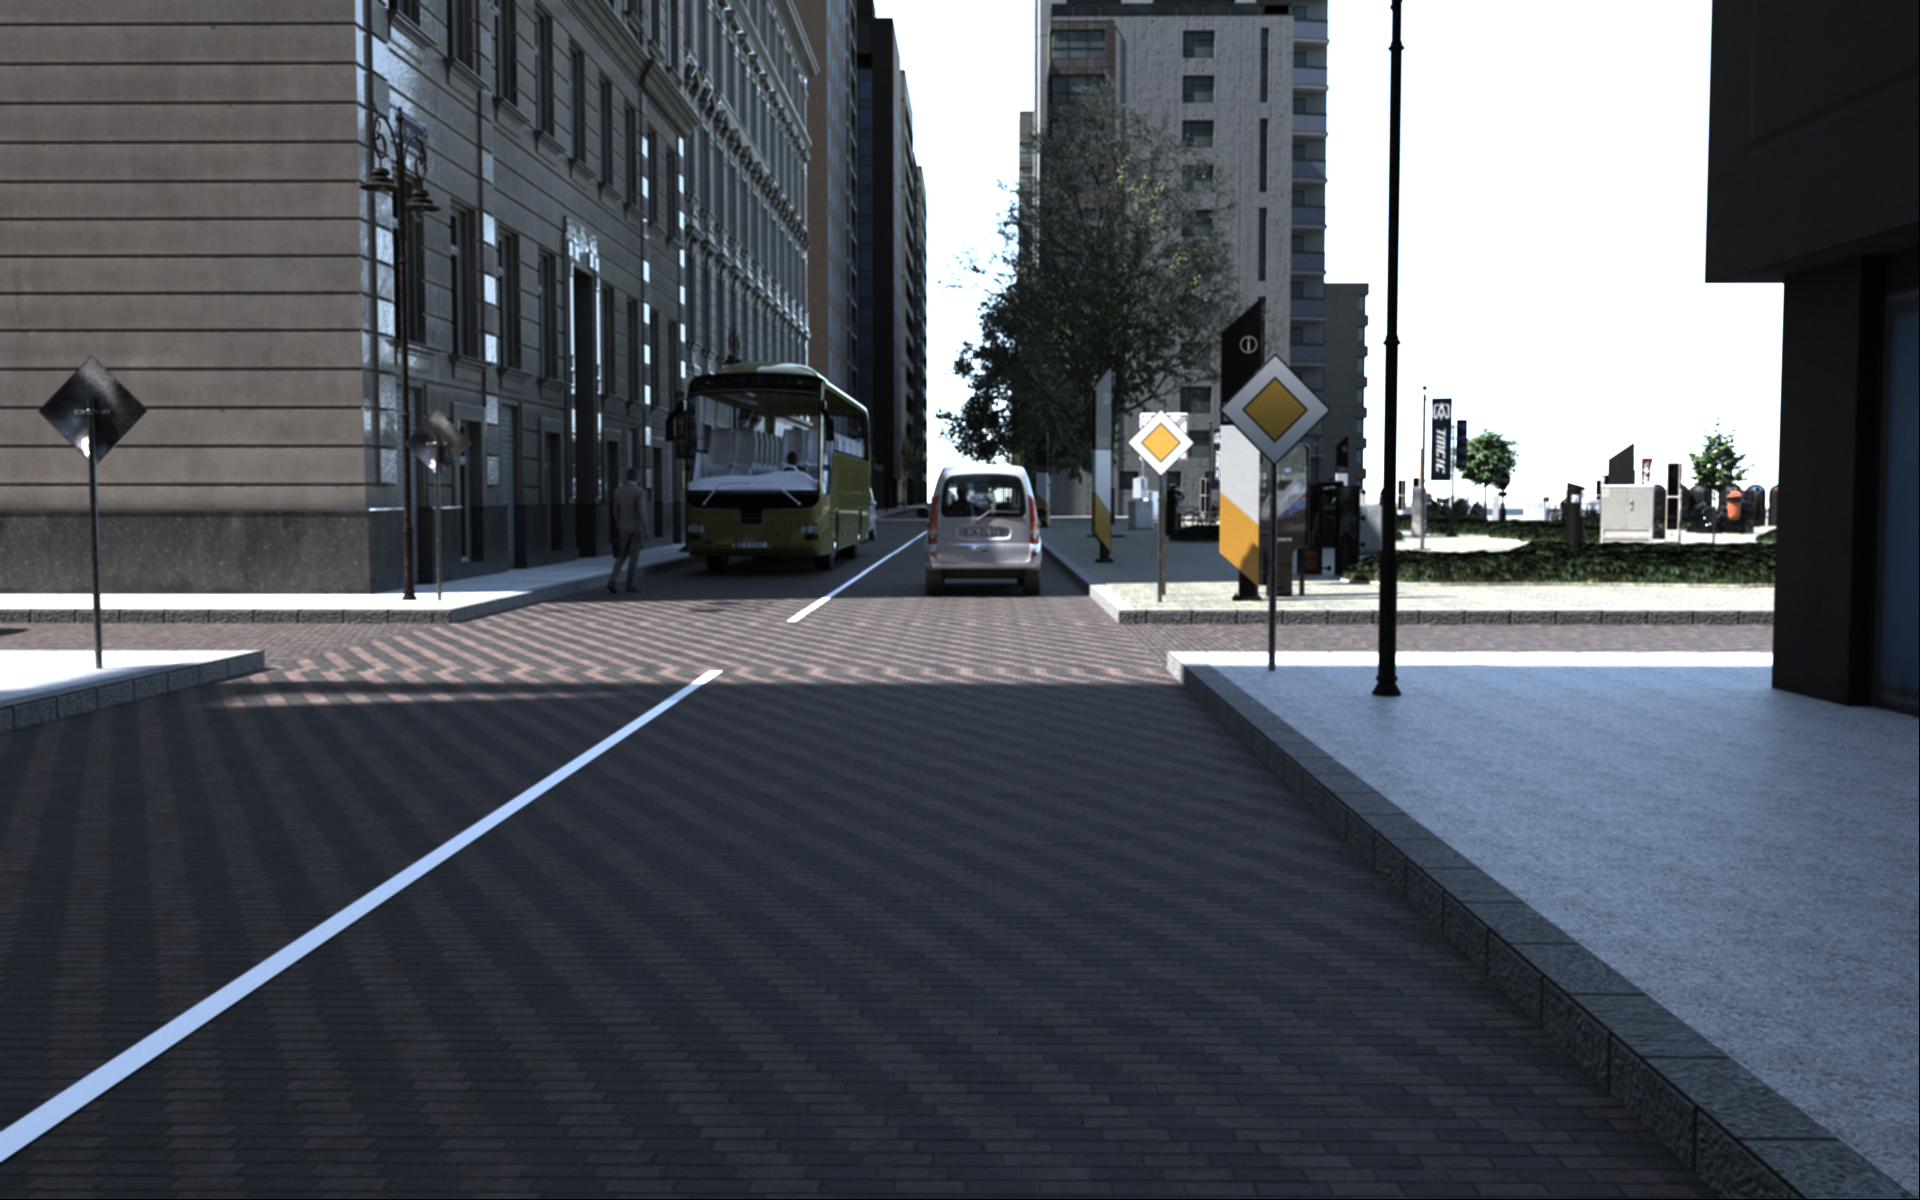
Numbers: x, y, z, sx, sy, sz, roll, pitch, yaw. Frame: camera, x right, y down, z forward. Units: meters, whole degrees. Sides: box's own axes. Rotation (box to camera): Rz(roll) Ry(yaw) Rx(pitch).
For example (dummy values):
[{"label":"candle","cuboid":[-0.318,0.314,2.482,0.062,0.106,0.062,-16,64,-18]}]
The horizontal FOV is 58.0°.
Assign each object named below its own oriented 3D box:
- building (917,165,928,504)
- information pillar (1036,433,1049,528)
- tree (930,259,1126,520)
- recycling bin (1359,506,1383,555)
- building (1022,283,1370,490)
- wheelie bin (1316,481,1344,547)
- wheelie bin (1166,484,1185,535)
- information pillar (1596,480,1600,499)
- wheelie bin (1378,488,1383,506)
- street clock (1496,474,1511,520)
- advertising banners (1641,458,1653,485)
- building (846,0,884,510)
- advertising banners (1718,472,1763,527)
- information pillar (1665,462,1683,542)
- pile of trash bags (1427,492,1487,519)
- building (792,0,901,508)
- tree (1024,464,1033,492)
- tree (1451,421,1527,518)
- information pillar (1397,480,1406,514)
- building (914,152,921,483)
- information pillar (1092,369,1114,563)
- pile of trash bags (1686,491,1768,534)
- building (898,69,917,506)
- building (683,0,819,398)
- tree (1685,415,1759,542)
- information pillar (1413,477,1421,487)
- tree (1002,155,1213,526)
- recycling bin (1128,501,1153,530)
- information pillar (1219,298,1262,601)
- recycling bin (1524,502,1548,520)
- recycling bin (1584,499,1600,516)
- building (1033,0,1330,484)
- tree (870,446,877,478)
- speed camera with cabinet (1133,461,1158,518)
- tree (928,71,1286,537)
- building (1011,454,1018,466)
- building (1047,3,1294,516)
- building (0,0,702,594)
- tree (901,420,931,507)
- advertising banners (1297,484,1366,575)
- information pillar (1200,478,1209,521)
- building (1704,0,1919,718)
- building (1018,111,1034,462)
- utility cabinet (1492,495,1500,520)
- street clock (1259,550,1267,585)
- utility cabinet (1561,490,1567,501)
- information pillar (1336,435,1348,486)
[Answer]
[{"label":"building","cuboid":[-15.554,-37.859,242.695,21.300,48.544,21.600,0,4,1]},{"label":"information pillar","cuboid":[3.149,-4.581,66.259,0.504,3.616,0.183,2,4,31]},{"label":"tree","cuboid":[3.696,-10.223,84.158,9.611,12.733,9.660,0,3,0]},{"label":"recycling bin","cuboid":[8.652,-1.497,37.029,0.722,1.027,0.722,1,4,9]},{"label":"building","cuboid":[19.765,-19.038,156.317,27.650,21.520,28.899,0,4,1]},{"label":"wheelie bin","cuboid":[8.942,-2.071,41.773,0.980,1.594,0.693,1,4,12]},{"label":"wheelie bin","cuboid":[6.631,-2.835,54.255,0.693,1.594,0.980,2,4,29]},{"label":"information pillar","cuboid":[32.981,-5.185,89.261,0.304,2.012,0.304,-2,4,-33]},{"label":"wheelie bin","cuboid":[23.469,-5.337,95.161,0.980,1.594,0.693,-1,4,-21]},{"label":"street clock","cuboid":[19.357,-3.498,61.764,0.471,2.002,0.358,-1,4,-11]},{"label":"advertising banners","cuboid":[32.439,-5.365,83.913,2.074,3.025,0.090,1,4,19]},{"label":"building","cuboid":[-16.895,-43.121,143.282,20.563,71.187,20.611,0,4,1]},{"label":"advertising banners","cuboid":[30.774,-4.400,68.123,2.074,3.025,0.090,-1,4,-20]},{"label":"information pillar","cuboid":[16.602,-2.189,40.290,0.304,2.012,0.304,2,4,31]},{"label":"pile of trash bags","cuboid":[23.112,-4.403,81.749,3.447,1.369,1.912,-2,4,-26]},{"label":"building","cuboid":[-12.726,-31.276,161.469,14.600,45.320,14.200,0,4,1]},{"label":"tree","cuboid":[3.985,-6.930,107.900,1.663,3.219,1.824,0,3,0]},{"label":"tree","cuboid":[23.578,-5.725,77.315,4.285,4.588,4.351,0,3,0]},{"label":"information pillar","cuboid":[22.763,-5.185,89.263,0.304,2.012,0.304,-3,5,-43]},{"label":"building","cuboid":[-16.214,-34.381,216.752,22.147,44.769,28.867,0,4,1]},{"label":"information pillar","cuboid":[2.662,-2.512,32.424,0.183,3.616,0.504,3,5,43]},{"label":"pile of trash bags","cuboid":[25.157,-2.886,56.936,1.912,1.369,3.447,1,4,12]},{"label":"building","cuboid":[-16.153,-34.670,190.553,21.300,48.544,21.600,0,4,1]},{"label":"building","cuboid":[-15.824,-17.835,68.014,17.030,29.872,44.131,0,4,1]},{"label":"tree","cuboid":[18.564,-2.914,42.245,1.663,3.219,1.824,0,3,0]},{"label":"information pillar","cuboid":[20.148,-4.401,76.449,0.304,2.012,0.304,2,4,25]},{"label":"tree","cuboid":[3.402,-5.408,38.777,4.737,8.622,4.395,0,3,0]},{"label":"recycling bin","cuboid":[6.527,-3.059,62.565,0.722,1.027,0.722,-1,4,-15]},{"label":"information pillar","cuboid":[3.383,-1.802,20.825,0.504,3.616,0.183,0,4,8]},{"label":"recycling bin","cuboid":[19.417,-2.804,58.396,0.722,1.027,0.722,2,4,24]},{"label":"recycling bin","cuboid":[30.186,-4.280,82.525,0.722,1.027,0.722,0,4,5]},{"label":"building","cuboid":[15.867,-35.746,126.452,21.231,58.520,28.212,0,4,1]},{"label":"tree","cuboid":[-6.048,-6.700,93.261,4.285,4.588,4.351,0,3,0]},{"label":"speed camera with cabinet","cuboid":[10.195,-6.122,94.435,0.660,3.252,2.038,3,4,39]},{"label":"tree","cuboid":[4.243,-8.627,51.418,12.009,13.543,11.850,0,3,0]},{"label":"building","cuboid":[20.264,-22.316,209.912,27.650,21.520,28.899,0,4,1]},{"label":"building","cuboid":[12.266,-20.461,106.233,14.160,30.474,14.107,0,4,1]},{"label":"building","cuboid":[-13.025,-14.449,33.498,12.463,27.353,25.104,0,4,1]},{"label":"tree","cuboid":[-5.165,-13.604,172.782,4.360,8.622,3.978,0,3,0]},{"label":"advertising banners","cuboid":[5.653,-1.935,27.825,0.090,3.025,2.074,-3,4,-39]},{"label":"information pillar","cuboid":[11.478,-4.687,81.124,0.304,2.012,0.304,-3,5,-42]},{"label":"building","cuboid":[11.838,-21.603,3.316,14.600,45.320,14.200,0,4,1]},{"label":"building","cuboid":[13.279,-30.847,187.947,14.154,41.232,14.086,0,4,1]},{"label":"utility cabinet","cuboid":[26.041,-4.460,84.089,0.306,1.237,1.020,1,4,21]},{"label":"street clock","cuboid":[4.322,-1.213,24.407,0.358,2.002,0.471,-1,4,-18]},{"label":"utility cabinet","cuboid":[33.521,-5.273,94.894,0.318,1.500,1.173,-2,4,-29]},{"label":"information pillar","cuboid":[15.169,-4.734,68.758,0.504,3.616,0.183,-1,4,-9]}]
